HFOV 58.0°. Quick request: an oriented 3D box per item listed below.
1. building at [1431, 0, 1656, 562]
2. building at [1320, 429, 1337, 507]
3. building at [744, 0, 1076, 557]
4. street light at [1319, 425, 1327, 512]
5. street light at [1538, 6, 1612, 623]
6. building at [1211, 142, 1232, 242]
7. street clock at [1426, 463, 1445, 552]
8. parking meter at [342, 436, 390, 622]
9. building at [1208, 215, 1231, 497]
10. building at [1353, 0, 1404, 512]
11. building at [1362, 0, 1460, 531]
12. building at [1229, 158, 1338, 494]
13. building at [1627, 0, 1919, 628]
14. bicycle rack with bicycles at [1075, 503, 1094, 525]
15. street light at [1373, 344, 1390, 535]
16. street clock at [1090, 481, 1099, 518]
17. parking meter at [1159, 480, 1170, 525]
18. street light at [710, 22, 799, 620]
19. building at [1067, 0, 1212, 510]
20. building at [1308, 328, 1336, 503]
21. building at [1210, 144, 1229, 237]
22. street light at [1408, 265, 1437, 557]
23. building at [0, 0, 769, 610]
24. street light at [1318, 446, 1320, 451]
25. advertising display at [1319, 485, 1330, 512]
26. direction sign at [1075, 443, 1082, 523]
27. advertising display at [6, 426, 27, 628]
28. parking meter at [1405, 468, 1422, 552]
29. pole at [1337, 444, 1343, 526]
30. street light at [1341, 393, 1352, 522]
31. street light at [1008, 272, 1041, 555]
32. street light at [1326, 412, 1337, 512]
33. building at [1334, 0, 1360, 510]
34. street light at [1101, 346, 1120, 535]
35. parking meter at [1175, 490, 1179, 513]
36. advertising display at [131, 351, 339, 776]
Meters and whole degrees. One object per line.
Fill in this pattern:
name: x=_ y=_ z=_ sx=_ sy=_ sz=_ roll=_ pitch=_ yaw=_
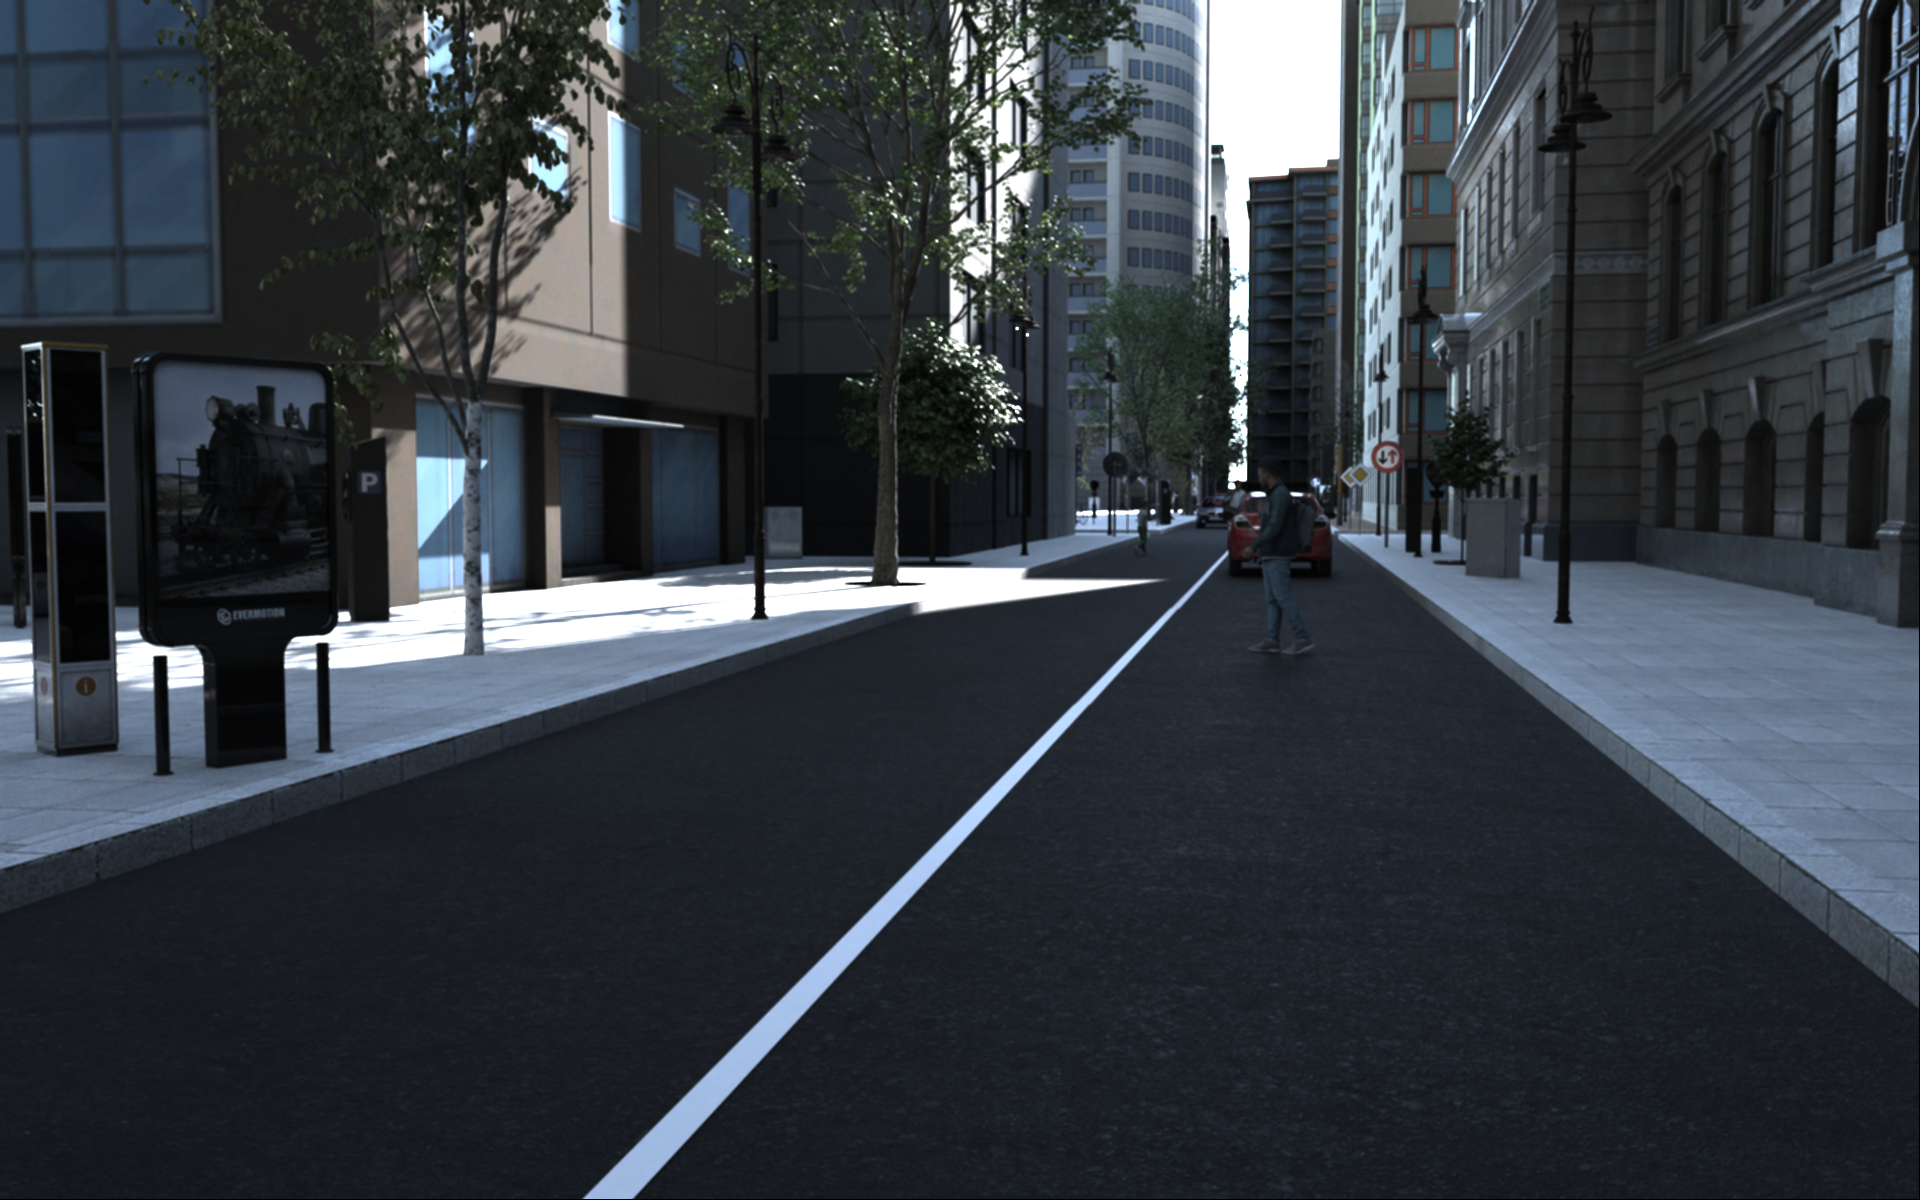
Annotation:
building: x=19.037 y=-15.579 z=40.627 sx=13.634 sy=28.700 sz=20.117 roll=1 pitch=4 yaw=11
building: x=45.696 y=-51.900 z=161.232 sx=22.319 sy=86.520 sz=31.000 roll=1 pitch=4 yaw=11
building: x=-8.328 y=-37.100 z=44.831 sx=20.611 sy=71.187 sz=20.563 roll=1 pitch=4 yaw=11
street light: x=24.541 y=-8.762 z=116.051 sx=0.468 sy=5.910 sz=1.993 roll=1 pitch=4 yaw=11
street light: x=6.008 y=-2.709 z=17.077 sx=0.468 sy=5.910 sz=1.993 roll=1 pitch=4 yaw=11
building: x=21.152 y=-37.601 z=234.376 sx=30.456 sy=49.044 sz=23.786 roll=1 pitch=4 yaw=11
street clock: x=10.514 y=-2.056 z=38.188 sx=0.471 sy=2.002 sz=0.358 roll=1 pitch=4 yaw=22
parking meter: x=-5.988 y=-0.718 z=17.454 sx=0.399 sy=1.863 sz=0.255 roll=-2 pitch=4 yaw=-31
building: x=22.046 y=-25.475 z=188.212 sx=14.160 sy=30.474 sz=14.107 roll=1 pitch=4 yaw=11
building: x=36.107 y=-27.097 z=126.622 sx=14.154 sy=41.232 sz=14.086 roll=1 pitch=4 yaw=11
building: x=32.150 y=-13.841 z=71.341 sx=28.899 sy=21.520 sz=27.650 roll=1 pitch=4 yaw=11
building: x=50.575 y=-35.085 z=228.263 sx=28.867 sy=44.769 sz=22.147 roll=1 pitch=4 yaw=11
building: x=14.481 y=-11.907 z=13.758 sx=14.460 sy=24.649 sz=34.723 roll=1 pitch=4 yaw=11
bicycle rack with bicycles: x=4.237 y=-3.610 z=72.413 sx=2.852 sy=0.926 sz=2.925 roll=2 pitch=4 yaw=30
street light: x=12.984 y=-4.940 z=53.564 sx=0.468 sy=5.910 sz=1.993 roll=1 pitch=4 yaw=11
street clock: x=7.171 y=-5.374 z=92.439 sx=0.471 sy=2.002 sz=0.358 roll=2 pitch=4 yaw=25
parking meter: x=8.539 y=-4.074 z=72.314 sx=0.399 sy=1.863 sz=0.255 roll=-1 pitch=4 yaw=-17
street light: x=-2.053 y=-2.741 z=17.602 sx=0.468 sy=5.910 sz=1.993 roll=1 pitch=4 yaw=11
building: x=10.853 y=-37.325 z=152.265 sx=21.231 sy=58.520 sz=28.212 roll=1 pitch=4 yaw=11
building: x=53.192 y=-21.280 z=192.969 sx=27.650 sy=21.520 sz=28.899 roll=1 pitch=4 yaw=11
building: x=24.579 y=-31.884 z=204.900 sx=14.086 sy=41.232 sz=14.154 roll=1 pitch=4 yaw=11
street light: x=9.344 y=-3.814 z=35.154 sx=0.468 sy=5.910 sz=1.993 roll=1 pitch=4 yaw=11
building: x=-11.668 y=-22.960 z=25.507 sx=14.600 sy=45.320 sz=14.200 roll=1 pitch=4 yaw=11
street light: x=28.019 y=-9.908 z=134.775 sx=0.468 sy=5.910 sz=1.993 roll=1 pitch=4 yaw=11
advertising display: x=25.843 y=-7.172 z=122.471 sx=0.974 sy=1.923 sz=0.123 roll=3 pitch=5 yaw=45
direction sign: x=5.200 y=-5.246 z=77.777 sx=0.379 sy=3.537 sz=0.876 roll=-2 pitch=4 yaw=-30
advertising display: x=-9.196 y=-0.714 z=16.893 sx=0.123 sy=1.923 sz=0.974 roll=-2 pitch=4 yaw=-28
parking meter: x=10.061 y=-1.999 z=38.389 sx=0.255 sy=1.863 sz=0.399 roll=2 pitch=4 yaw=31
pole: x=15.452 y=-4.682 z=70.393 sx=0.158 sy=3.312 sz=0.155 roll=0 pitch=3 yaw=0
street light: x=17.746 y=-6.535 z=79.639 sx=0.468 sy=5.910 sz=1.993 roll=1 pitch=4 yaw=11
street light: x=1.351 y=-3.875 z=36.143 sx=0.468 sy=5.910 sz=1.993 roll=1 pitch=4 yaw=11
street light: x=21.171 y=-7.666 z=98.132 sx=0.468 sy=5.910 sz=1.993 roll=1 pitch=4 yaw=11
building: x=37.909 y=-30.005 z=140.687 sx=14.600 sy=45.320 sz=14.200 roll=1 pitch=4 yaw=11
street light: x=4.690 y=-4.971 z=54.068 sx=0.468 sy=5.910 sz=1.993 roll=1 pitch=4 yaw=11
parking meter: x=14.814 y=-6.759 z=118.916 sx=0.372 sy=1.533 sz=0.369 roll=0 pitch=3 yaw=0
advertising display: x=-3.406 y=-0.183 z=8.212 sx=0.123 sy=1.923 sz=0.974 roll=2 pitch=4 yaw=34
